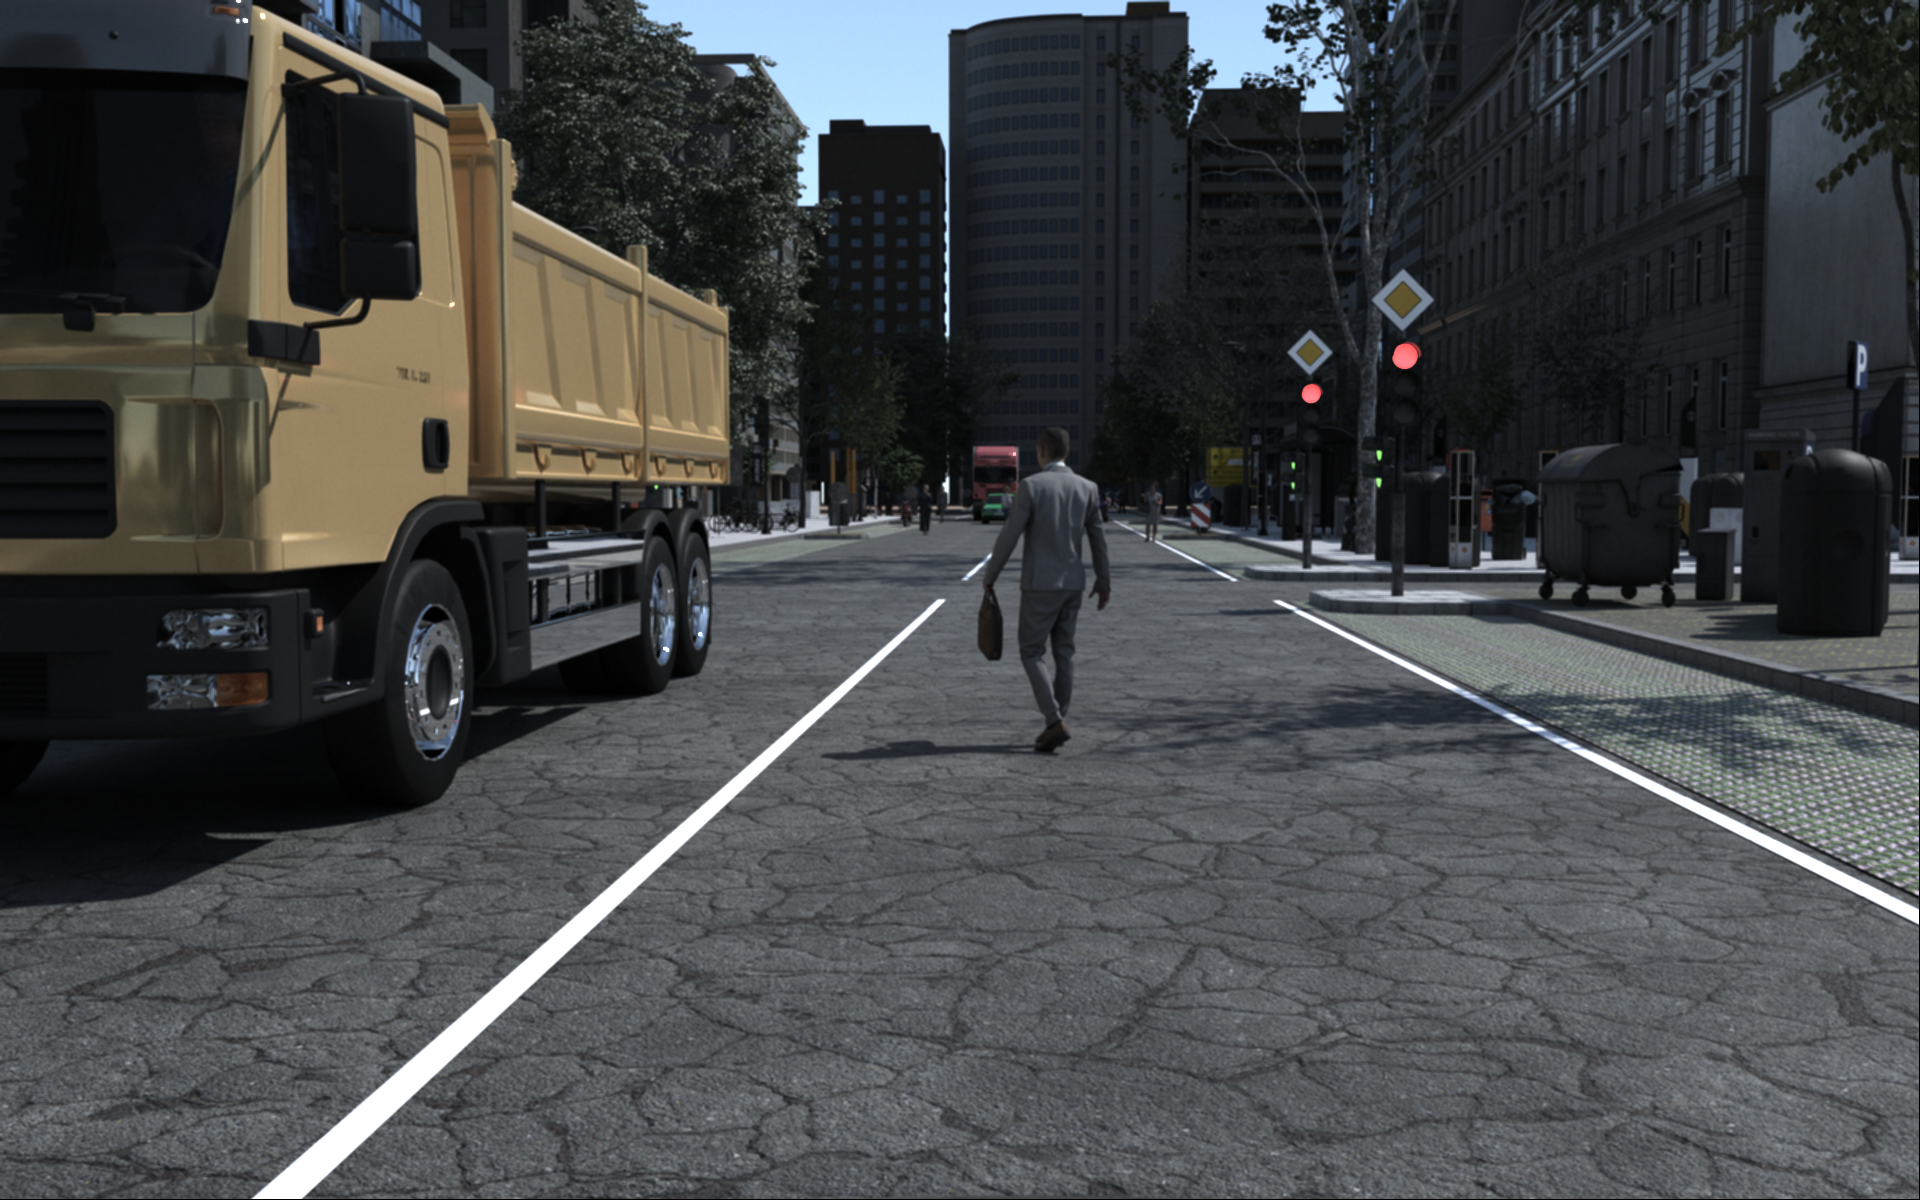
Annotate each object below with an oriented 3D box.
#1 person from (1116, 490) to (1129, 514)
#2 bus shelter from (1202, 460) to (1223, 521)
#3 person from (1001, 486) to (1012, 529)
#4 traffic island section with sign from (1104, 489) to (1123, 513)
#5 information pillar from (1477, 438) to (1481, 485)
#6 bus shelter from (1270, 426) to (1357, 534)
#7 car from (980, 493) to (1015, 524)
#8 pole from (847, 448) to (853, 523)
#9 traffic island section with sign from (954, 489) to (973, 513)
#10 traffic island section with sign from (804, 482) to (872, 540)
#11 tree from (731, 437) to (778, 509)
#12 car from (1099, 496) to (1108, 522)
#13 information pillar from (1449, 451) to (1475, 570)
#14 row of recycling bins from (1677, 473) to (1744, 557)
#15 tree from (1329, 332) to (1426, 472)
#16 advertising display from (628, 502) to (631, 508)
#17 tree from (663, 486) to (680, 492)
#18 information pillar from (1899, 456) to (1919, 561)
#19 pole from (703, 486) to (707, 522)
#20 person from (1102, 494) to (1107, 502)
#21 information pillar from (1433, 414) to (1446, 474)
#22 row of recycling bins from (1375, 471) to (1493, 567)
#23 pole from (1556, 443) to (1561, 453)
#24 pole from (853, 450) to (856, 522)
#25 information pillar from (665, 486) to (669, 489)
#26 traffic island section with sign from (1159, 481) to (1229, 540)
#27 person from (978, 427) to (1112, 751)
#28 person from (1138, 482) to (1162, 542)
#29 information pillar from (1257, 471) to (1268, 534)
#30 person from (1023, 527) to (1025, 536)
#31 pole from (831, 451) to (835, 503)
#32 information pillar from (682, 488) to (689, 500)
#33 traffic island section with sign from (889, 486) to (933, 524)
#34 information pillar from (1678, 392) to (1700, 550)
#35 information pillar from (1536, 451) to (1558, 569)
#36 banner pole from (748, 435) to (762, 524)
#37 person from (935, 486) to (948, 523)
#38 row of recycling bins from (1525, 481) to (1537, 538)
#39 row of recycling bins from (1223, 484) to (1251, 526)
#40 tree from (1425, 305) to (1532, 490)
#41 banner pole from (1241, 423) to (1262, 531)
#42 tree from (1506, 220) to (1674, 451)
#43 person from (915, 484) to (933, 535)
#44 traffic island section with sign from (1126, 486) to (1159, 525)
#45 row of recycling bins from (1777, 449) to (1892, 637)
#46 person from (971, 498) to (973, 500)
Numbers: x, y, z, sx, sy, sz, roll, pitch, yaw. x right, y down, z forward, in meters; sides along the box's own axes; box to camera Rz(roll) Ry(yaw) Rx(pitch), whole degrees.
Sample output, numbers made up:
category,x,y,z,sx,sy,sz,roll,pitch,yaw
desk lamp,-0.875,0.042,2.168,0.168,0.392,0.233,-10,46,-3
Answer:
category,x,y,z,sx,sy,sz,roll,pitch,yaw
person,11.630,-7.053,124.373,0.990,1.755,0.434,3,4,36
bus shelter,12.506,-5.315,80.816,2.014,3.302,5.546,0,4,3
person,1.759,-3.434,65.312,0.731,1.740,0.598,3,4,38
traffic island section with sign,11.852,-7.514,131.483,1.989,1.847,2.006,0,4,3
information pillar,21.563,-4.936,72.053,0.183,3.616,0.504,1,4,21
bus shelter,11.091,-3.697,54.374,2.014,3.302,5.546,0,4,3
car,2.002,-4.592,83.869,1.959,1.807,4.718,0,4,4
pole,-4.932,-5.061,76.597,0.158,3.312,0.155,0,3,0
traffic island section with sign,0.605,-7.552,132.101,1.989,1.847,2.006,0,4,3
traffic island section with sign,-3.844,-2.838,55.034,1.989,1.847,2.006,0,4,3
tree,-12.190,-7.101,99.820,4.285,4.588,4.351,0,3,0
car,6.691,-4.687,89.220,1.945,1.354,3.894,0,4,1
information pillar,8.550,-1.531,29.527,0.304,2.012,0.304,-1,4,-9
row of recycling bins,15.235,-1.683,34.628,1.069,1.692,3.534,1,4,15
tree,18.422,-7.736,76.846,4.360,8.622,3.978,0,3,0
advertising display,-17.320,-5.213,90.447,0.974,1.923,0.123,0,4,5
tree,-15.132,-6.313,86.931,4.285,4.588,4.351,0,3,0
information pillar,18.358,-1.770,33.428,0.304,2.012,0.304,1,4,11
pole,-11.924,-5.326,80.916,0.158,3.312,0.155,0,3,0
person,11.712,-7.929,141.397,1.065,1.426,0.557,-3,5,-43
information pillar,14.125,-3.648,51.001,0.183,3.616,0.504,-1,4,-21
row of recycling bins,8.565,-1.519,31.950,1.069,1.692,3.534,0,4,-6
pole,24.089,-4.647,69.823,0.158,3.312,0.155,0,3,0
pole,-4.888,-5.250,79.678,0.158,3.312,0.155,0,3,0
information pillar,-17.454,-6.066,103.668,0.304,2.012,0.304,2,4,33
traffic island section with sign,7.415,-2.813,54.612,1.989,1.847,2.006,0,4,3
person,0.499,-0.078,9.889,0.709,1.813,0.853,-2,4,-27
person,5.643,-2.615,51.614,0.716,1.782,0.532,1,4,19
information pillar,9.677,-3.114,55.403,0.304,2.012,0.304,1,4,16
person,1.833,-2.253,46.337,0.522,1.701,0.512,1,4,16
pole,-6.051,-5.420,82.460,0.158,3.312,0.155,0,3,0
information pillar,-15.725,-5.795,99.232,0.304,2.012,0.304,0,4,0
traffic island section with sign,-2.284,-4.494,82.104,1.989,1.847,2.006,0,4,3
information pillar,16.784,-2.967,39.868,0.183,3.616,0.504,-1,4,-20
information pillar,10.032,-1.536,29.609,0.304,2.012,0.304,1,4,13
banner pole,-8.726,-5.101,73.419,0.863,3.779,0.401,2,4,29
person,-0.920,-4.780,86.756,0.694,1.812,0.767,3,4,36
row of recycling bins,17.047,-2.719,51.564,1.069,1.692,3.534,-2,4,-23
row of recycling bins,11.492,-3.968,71.996,1.069,1.692,3.534,1,4,15
tree,20.543,-7.197,68.038,4.737,8.622,4.395,0,3,0
banner pole,10.246,-4.321,60.670,0.401,3.779,0.863,-3,5,-42
tree,17.085,-5.937,47.432,4.360,8.622,3.978,0,3,0
person,-1.245,-3.172,60.784,0.576,1.772,0.534,-2,4,-26
traffic island section with sign,8.985,-4.468,81.678,1.989,1.847,2.006,0,4,3
row of recycling bins,8.621,-0.608,17.052,1.069,1.692,3.534,2,4,26
person,1.427,-7.814,136.200,1.348,1.831,0.705,-3,5,-41
